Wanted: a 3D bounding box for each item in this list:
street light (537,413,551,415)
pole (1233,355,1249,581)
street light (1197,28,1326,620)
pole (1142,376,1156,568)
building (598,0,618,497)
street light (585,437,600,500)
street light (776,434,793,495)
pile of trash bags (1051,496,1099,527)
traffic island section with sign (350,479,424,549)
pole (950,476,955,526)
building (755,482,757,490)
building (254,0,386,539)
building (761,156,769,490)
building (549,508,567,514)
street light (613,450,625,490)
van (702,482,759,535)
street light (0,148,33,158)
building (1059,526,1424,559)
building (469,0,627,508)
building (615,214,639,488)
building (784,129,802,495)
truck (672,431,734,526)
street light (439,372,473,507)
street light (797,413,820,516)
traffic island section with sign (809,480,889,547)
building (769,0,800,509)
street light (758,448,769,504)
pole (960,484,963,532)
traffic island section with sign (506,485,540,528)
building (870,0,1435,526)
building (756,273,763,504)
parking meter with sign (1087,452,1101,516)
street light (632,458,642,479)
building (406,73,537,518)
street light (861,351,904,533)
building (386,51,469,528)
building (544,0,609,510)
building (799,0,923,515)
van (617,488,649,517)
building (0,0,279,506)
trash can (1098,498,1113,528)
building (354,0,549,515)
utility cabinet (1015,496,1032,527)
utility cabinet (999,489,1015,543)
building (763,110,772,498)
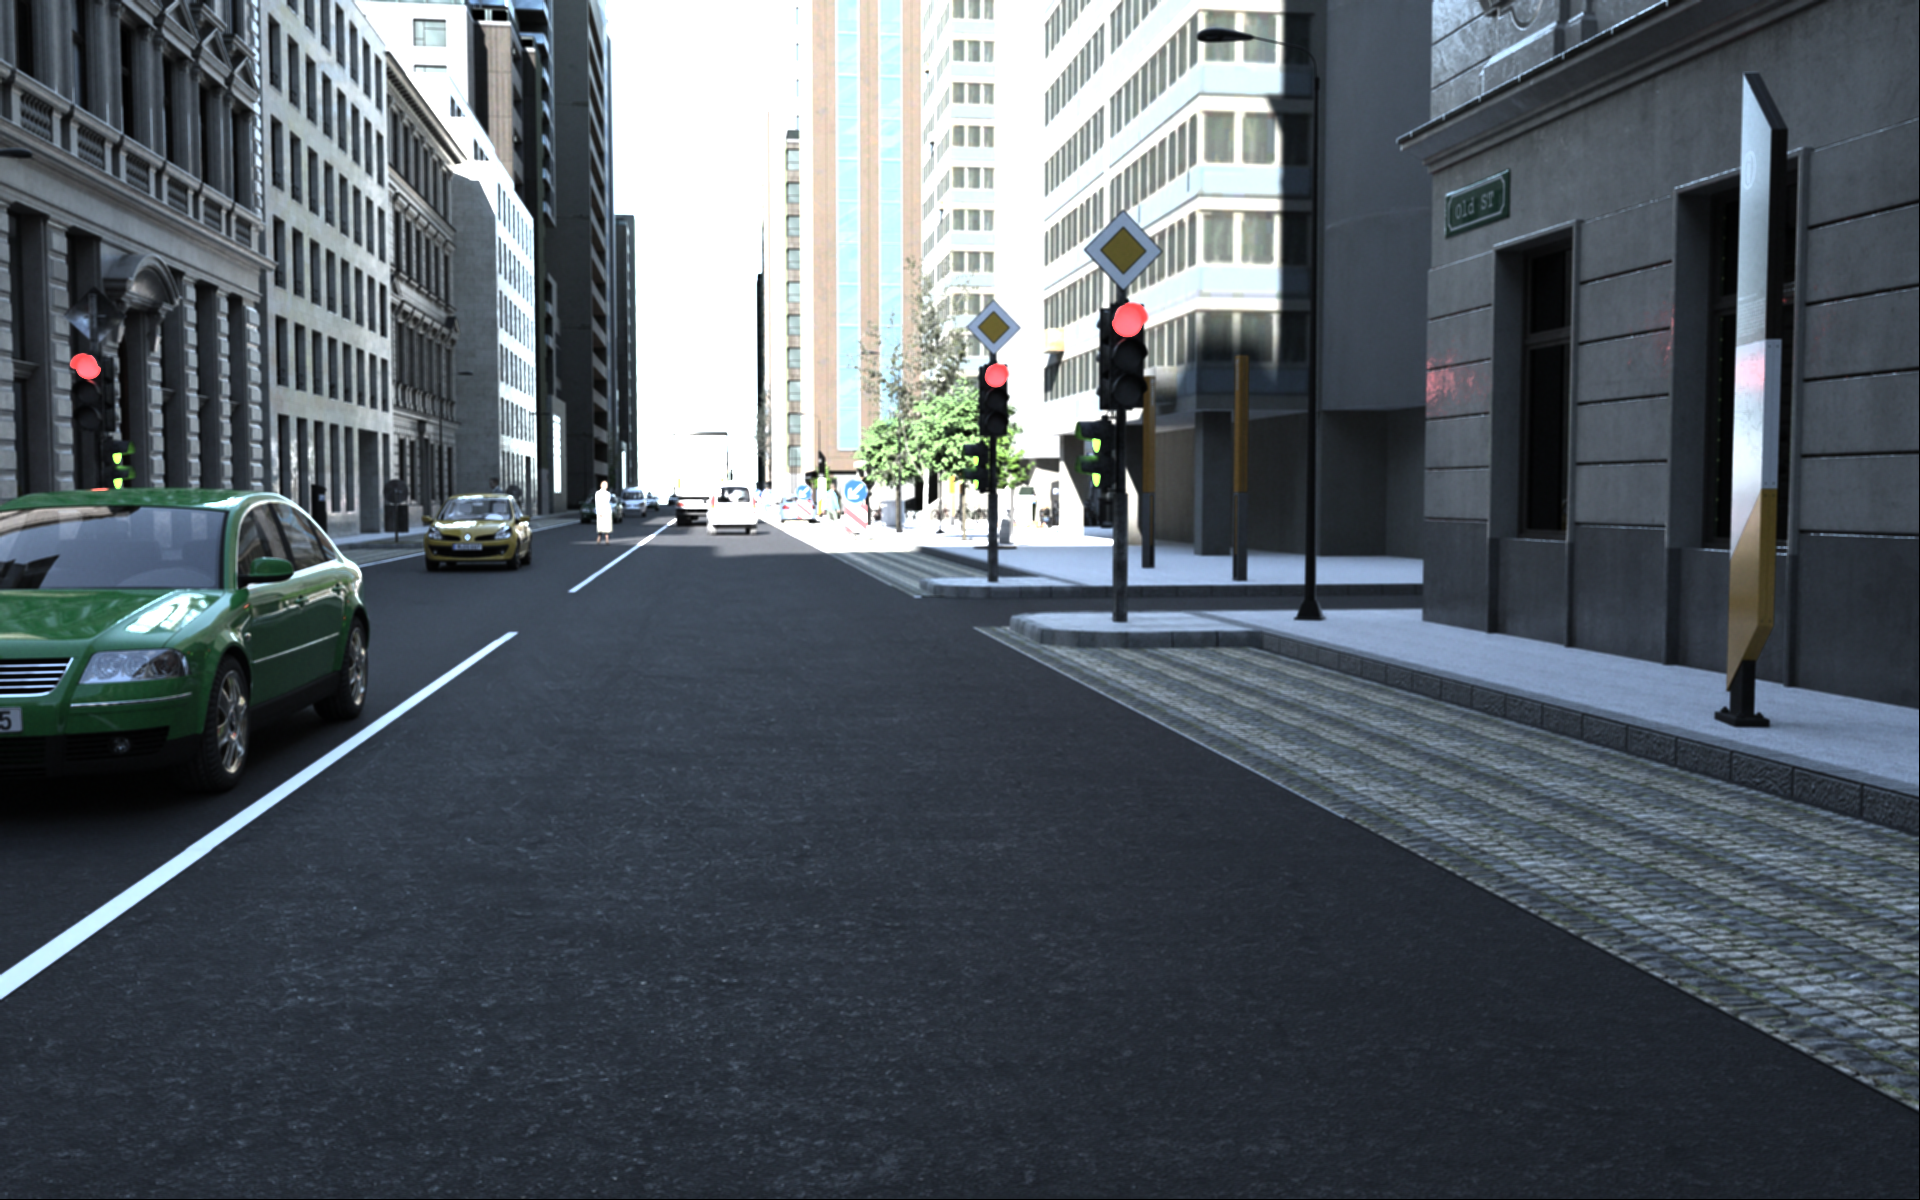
[{"bbox_3d":[-24.050,-7.730,98.934,1.470,5.913,1.316,0,4,-8],"label":"street light"},{"bbox_3d":[4.143,-1.939,25.546,0.158,3.312,0.155,0,3,0],"label":"pole"},{"bbox_3d":[3.052,-2.750,17.506,1.470,5.913,1.316,0,4,-8],"label":"street light"},{"bbox_3d":[3.274,-2.213,30.022,0.158,3.312,0.155,0,3,0],"label":"pole"},{"bbox_3d":[-49.711,-39.767,192.195,21.231,58.520,28.212,0,4,-8],"label":"building"},{"bbox_3d":[-30.021,-10.322,141.309,1.470,5.913,1.316,0,4,-8],"label":"street light"},{"bbox_3d":[-13.422,-9.812,132.961,1.470,5.913,1.316,0,4,-8],"label":"street light"},{"bbox_3d":[5.240,-3.622,68.965,3.447,1.369,1.912,1,4,10],"label":"pile of trash bags"},{"bbox_3d":[-14.871,-2.262,45.613,1.989,1.847,2.006,0,4,-8],"label":"traffic island section with sign"},{"bbox_3d":[-0.310,-4.633,69.595,0.158,3.312,0.155,0,3,0],"label":"pole"},{"bbox_3d":[-13.141,-33.999,247.764,32.217,40.220,23.993,0,4,-8],"label":"building"},{"bbox_3d":[-23.401,-11.943,50.012,10.420,20.320,16.860,0,4,-8],"label":"building"},{"bbox_3d":[-17.388,-32.388,213.142,14.154,41.232,14.086,0,4,-8],"label":"building"},{"bbox_3d":[-39.597,-49.591,123.483,22.319,86.520,31.000,0,4,-8],"label":"building"},{"bbox_3d":[-35.730,-12.766,181.257,1.470,5.913,1.316,0,4,-8],"label":"street light"},{"bbox_3d":[-8.187,-3.364,62.014,2.013,2.044,4.112,-1,4,-10],"label":"van"},{"bbox_3d":[-13.152,-3.107,23.338,1.470,5.913,1.316,0,4,-8],"label":"street light"},{"bbox_3d":[15.315,-21.422,42.123,23.993,40.220,32.217,0,4,-8],"label":"building"},{"bbox_3d":[-54.039,-55.535,220.676,22.319,86.520,31.000,0,4,-8],"label":"building"},{"bbox_3d":[-53.016,-34.338,245.020,14.154,41.232,14.086,0,4,-8],"label":"building"},{"bbox_3d":[-7.331,-22.603,141.261,14.160,30.474,14.107,0,4,-8],"label":"building"},{"bbox_3d":[-12.208,-5.713,82.325,2.839,4.237,11.283,0,4,-7],"label":"truck"},{"bbox_3d":[-19.175,-5.707,65.850,1.470,5.913,1.316,0,4,-8],"label":"street light"},{"bbox_3d":[-8.589,-7.746,99.190,1.470,5.913,1.316,0,4,-8],"label":"street light"},{"bbox_3d":[-3.063,-2.406,47.960,1.989,1.847,2.006,0,4,-8],"label":"traffic island section with sign"},{"bbox_3d":[-7.171,-37.907,161.786,21.231,58.520,28.212,0,4,-8],"label":"building"},{"bbox_3d":[-19.586,-12.410,175.447,1.470,5.913,1.316,0,4,-8],"label":"street light"},{"bbox_3d":[0.084,-3.962,58.624,0.158,3.312,0.155,0,3,0],"label":"pole"},{"bbox_3d":[-18.775,-3.935,72.963,1.989,1.847,2.006,0,4,-8],"label":"traffic island section with sign"},{"bbox_3d":[10.966,-24.357,90.124,32.217,40.220,23.993,0,4,-8],"label":"building"},{"bbox_3d":[-19.693,-27.869,227.355,14.160,30.474,14.107,0,4,-8],"label":"building"},{"bbox_3d":[5.735,-4.714,73.338,0.543,3.016,1.738,1,4,12],"label":"parking meter with sign"},{"bbox_3d":[-41.784,-15.385,224.085,1.470,5.913,1.316,0,4,-8],"label":"street light"},{"bbox_3d":[-27.561,-14.209,87.065,10.420,20.320,16.860,0,4,-8],"label":"building"},{"bbox_3d":[-2.507,-5.122,56.294,1.470,5.913,1.316,0,4,-8],"label":"street light"},{"bbox_3d":[-25.925,-12.433,67.911,10.561,19.102,19.286,0,4,-8],"label":"building"},{"bbox_3d":[-42.380,-32.258,151.126,21.300,48.544,21.600,0,4,-8],"label":"building"},{"bbox_3d":[-3.095,-28.279,112.476,14.600,45.320,14.200,0,4,-8],"label":"building"},{"bbox_3d":[-20.851,-6.322,110.375,2.013,2.044,4.112,-1,4,-10],"label":"van"},{"bbox_3d":[-20.209,-12.388,31.422,11.050,23.489,19.941,0,4,-8],"label":"building"},{"bbox_3d":[5.552,-3.292,65.481,0.748,1.137,0.748,0,3,0],"label":"trash can"},{"bbox_3d":[-32.582,-20.291,103.453,14.160,30.474,14.107,0,4,-8],"label":"building"},{"bbox_3d":[2.309,-3.491,68.245,1.020,1.237,0.306,0,4,-2],"label":"utility cabinet"},{"bbox_3d":[1.210,-2.238,45.274,0.318,1.500,1.173,0,4,8],"label":"utility cabinet"},{"bbox_3d":[-15.313,-33.574,199.053,14.600,45.320,14.200,0,4,-8],"label":"building"}]
